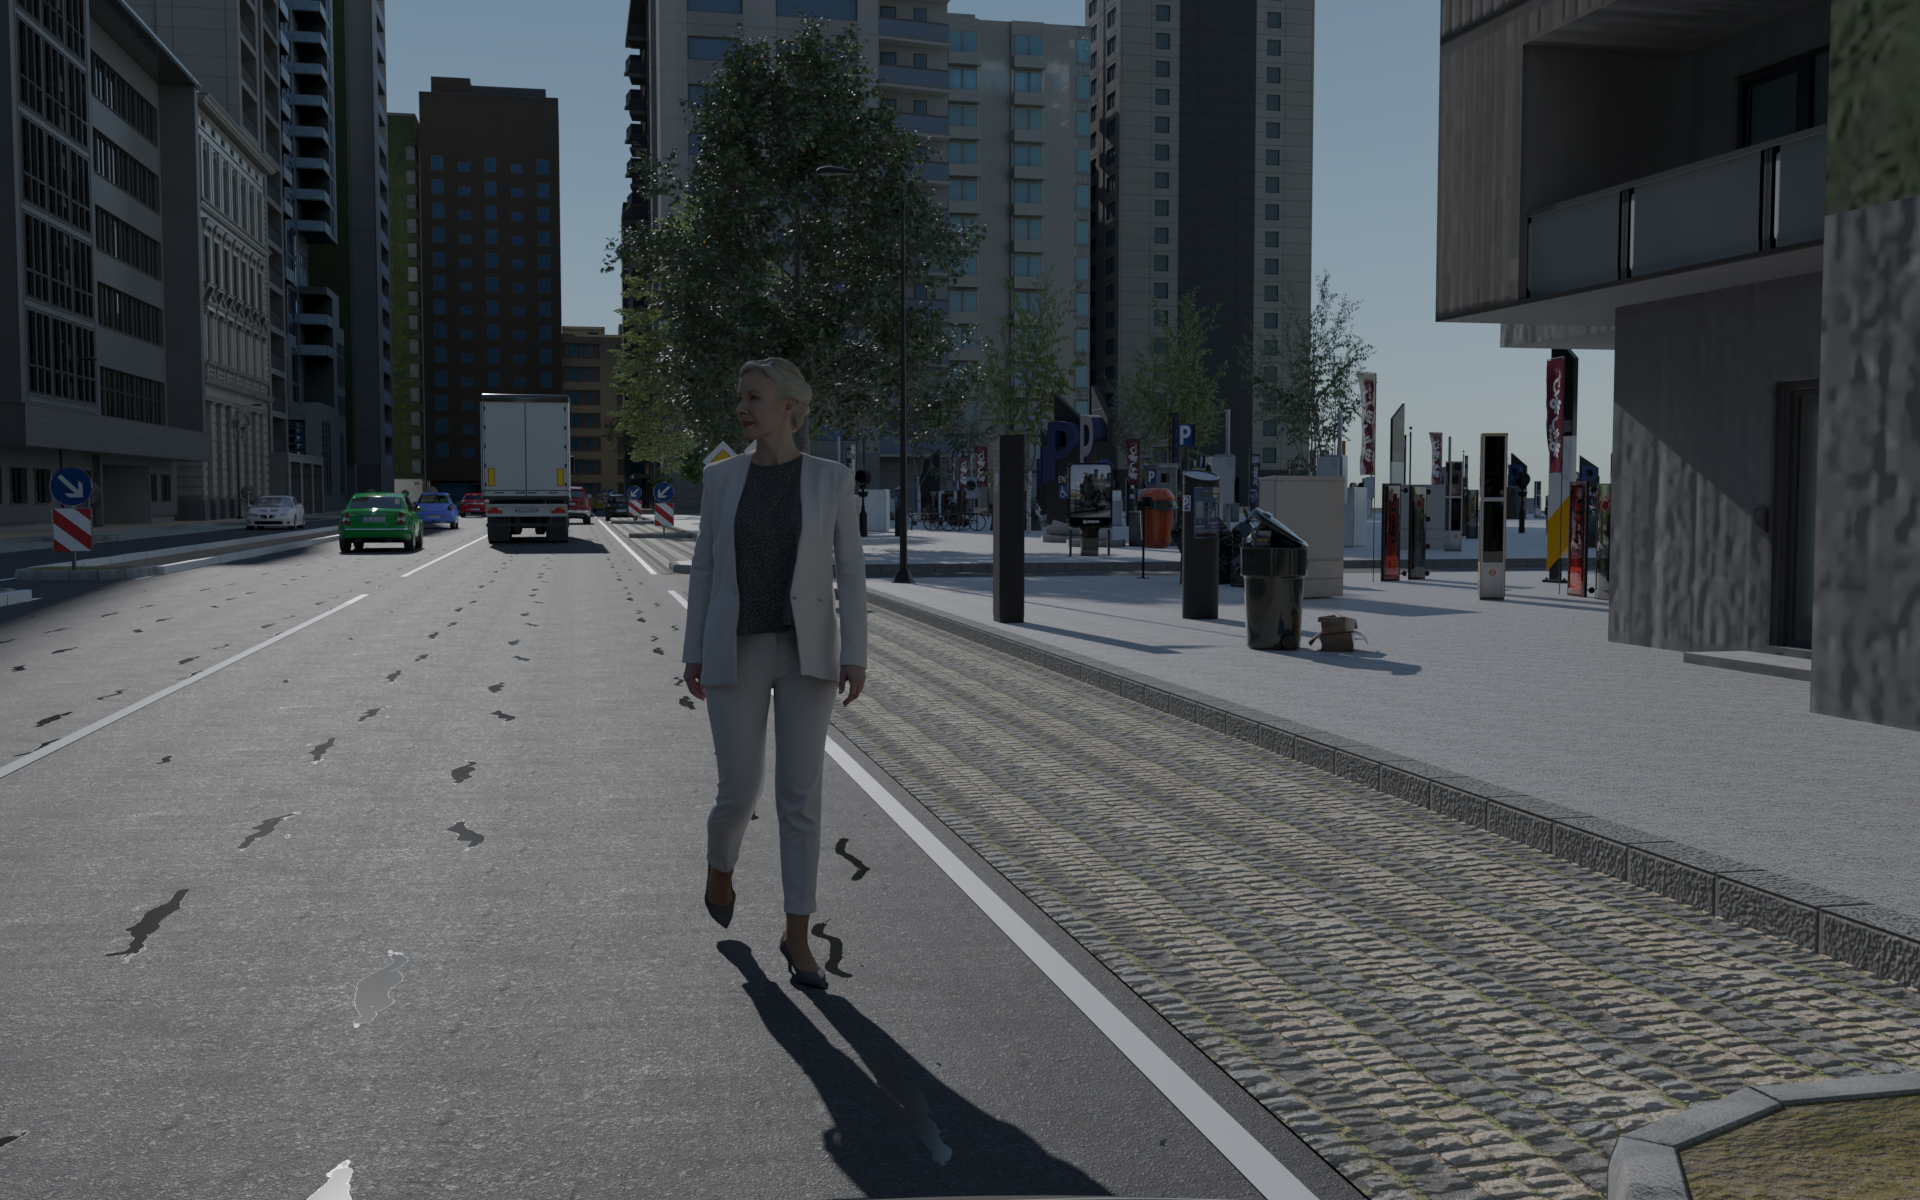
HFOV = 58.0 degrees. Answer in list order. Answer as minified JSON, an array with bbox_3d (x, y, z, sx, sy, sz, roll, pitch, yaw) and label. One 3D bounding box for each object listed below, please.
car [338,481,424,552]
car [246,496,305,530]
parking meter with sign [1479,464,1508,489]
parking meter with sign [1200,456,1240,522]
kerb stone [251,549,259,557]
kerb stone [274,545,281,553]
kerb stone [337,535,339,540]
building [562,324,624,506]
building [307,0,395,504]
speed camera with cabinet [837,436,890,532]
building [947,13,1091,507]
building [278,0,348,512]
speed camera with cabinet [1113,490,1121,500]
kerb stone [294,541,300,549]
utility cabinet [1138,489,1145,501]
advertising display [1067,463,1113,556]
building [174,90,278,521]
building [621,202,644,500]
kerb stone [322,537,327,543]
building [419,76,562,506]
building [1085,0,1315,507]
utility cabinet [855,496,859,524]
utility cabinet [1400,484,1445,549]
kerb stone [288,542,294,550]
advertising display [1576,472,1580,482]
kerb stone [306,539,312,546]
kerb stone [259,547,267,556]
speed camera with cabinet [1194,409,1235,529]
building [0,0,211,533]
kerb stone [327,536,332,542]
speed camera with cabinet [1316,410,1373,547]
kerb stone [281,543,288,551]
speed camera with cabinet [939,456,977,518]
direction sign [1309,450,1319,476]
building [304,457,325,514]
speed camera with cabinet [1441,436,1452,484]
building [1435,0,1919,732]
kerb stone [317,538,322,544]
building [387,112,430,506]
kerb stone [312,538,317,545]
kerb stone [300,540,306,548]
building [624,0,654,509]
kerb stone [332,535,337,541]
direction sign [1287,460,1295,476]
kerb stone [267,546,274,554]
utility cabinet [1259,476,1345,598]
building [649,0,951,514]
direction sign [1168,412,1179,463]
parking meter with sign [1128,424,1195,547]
[{"bbox_3d":[-14.849,-2.186,44.534,1.959,1.807,4.718,-1,4,-13],"label":"car"},{"bbox_3d":[-27.986,-3.579,70.875,2.083,1.381,4.827,-1,4,-14],"label":"car"},{"bbox_3d":[24.919,-5.232,81.798,1.738,3.016,0.543,2,4,34],"label":"parking meter with sign"},{"bbox_3d":[11.840,-5.054,78.897,1.738,3.016,0.543,0,4,-6],"label":"parking meter with sign"},{"bbox_3d":[-16.122,-1.047,39.311,0.120,0.150,1.000,-1,4,-13],"label":"kerb stone"},{"bbox_3d":[-16.805,-1.229,42.325,0.120,0.150,1.000,-1,4,-13],"label":"kerb stone"},{"bbox_3d":[-19.267,-1.905,53.355,0.120,0.150,1.000,-1,4,-13],"label":"kerb stone"},{"bbox_3d":[-31.759,-21.913,203.313,28.899,21.520,27.650,-1,4,-13],"label":"building"},{"bbox_3d":[-68.434,-37.899,161.650,28.212,58.520,21.231,-1,4,-13],"label":"building"},{"bbox_3d":[-3.459,-3.989,59.549,2.038,3.252,0.660,1,4,12],"label":"speed camera with cabinet"},{"bbox_3d":[-1.921,-34.009,175.655,30.456,49.044,23.786,-1,4,-13],"label":"building"},{"bbox_3d":[-59.307,-50.128,132.265,22.319,86.520,31.000,-1,4,-13],"label":"building"},{"bbox_3d":[6.249,-5.120,78.045,2.038,3.252,0.660,-2,4,-23],"label":"speed camera with cabinet"},{"bbox_3d":[-17.479,-1.415,45.328,0.120,0.150,1.000,-1,4,-13],"label":"kerb stone"},{"bbox_3d":[8.539,-4.188,77.155,1.173,1.500,0.318,1,4,18],"label":"utility cabinet"},{"bbox_3d":[2.679,-1.868,35.752,0.974,1.923,0.123,-1,4,-17],"label":"advertising display"},{"bbox_3d":[-42.856,-15.987,90.272,11.050,23.489,19.941,-1,4,-13],"label":"building"},{"bbox_3d":[-26.944,-24.645,174.642,14.160,30.474,14.107,-1,4,-13],"label":"building"},{"bbox_3d":[-18.597,-1.722,50.348,0.120,0.150,1.000,-1,4,-13],"label":"kerb stone"},{"bbox_3d":[-51.119,-33.047,190.432,14.200,45.320,14.600,-1,4,-13],"label":"building"},{"bbox_3d":[23.428,-45.506,182.278,20.611,71.187,20.563,-1,4,-13],"label":"building"},{"bbox_3d":[-4.233,-3.499,68.375,0.306,1.237,1.020,-1,4,-20],"label":"utility cabinet"},{"bbox_3d":[10.710,-1.922,40.098,1.173,1.500,0.318,0,4,-3],"label":"utility cabinet"},{"bbox_3d":[-17.253,-1.353,44.320,0.120,0.150,1.000,-1,4,-13],"label":"kerb stone"},{"bbox_3d":[17.312,-2.710,49.521,0.974,1.923,0.123,-2,4,-29],"label":"advertising display"},{"bbox_3d":[-17.925,-1.538,47.335,0.120,0.150,1.000,-1,4,-13],"label":"kerb stone"},{"bbox_3d":[-16.351,-1.108,40.308,0.120,0.150,1.000,-1,4,-13],"label":"kerb stone"},{"bbox_3d":[6.006,-2.869,41.242,0.660,3.252,2.038,0,4,-6],"label":"speed camera with cabinet"},{"bbox_3d":[-38.984,-15.055,65.215,14.314,24.678,30.058,-1,4,-13],"label":"building"},{"bbox_3d":[-18.826,-1.776,51.356,0.120,0.150,1.000,-1,4,-13],"label":"kerb stone"},{"bbox_3d":[9.169,-2.890,41.586,0.660,3.252,2.038,2,4,32],"label":"speed camera with cabinet"},{"bbox_3d":[-17.020,-1.292,43.325,0.120,0.150,1.000,-1,4,-13],"label":"kerb stone"},{"bbox_3d":[-0.108,-5.908,90.938,2.038,3.252,0.660,0,4,1],"label":"speed camera with cabinet"},{"bbox_3d":[18.232,-5.891,88.319,0.876,3.537,0.379,2,4,29],"label":"direction sign"},{"bbox_3d":[-51.819,-40.964,108.011,20.563,71.187,20.611,-1,4,-13],"label":"building"},{"bbox_3d":[16.312,-4.008,59.860,0.660,3.252,2.038,-1,4,-23],"label":"speed camera with cabinet"},{"bbox_3d":[11.470,-20.092,12.093,14.154,41.232,14.086,-1,4,-13],"label":"building"},{"bbox_3d":[-18.371,-1.660,49.342,0.120,0.150,1.000,-1,4,-13],"label":"kerb stone"},{"bbox_3d":[-65.243,-30.843,187.872,14.086,41.232,14.154,-1,4,-13],"label":"building"},{"bbox_3d":[-18.149,-1.599,48.341,0.120,0.150,1.000,-1,4,-13],"label":"kerb stone"},{"bbox_3d":[-17.699,-1.476,46.326,0.120,0.150,1.000,-1,4,-13],"label":"kerb stone"},{"bbox_3d":[-18.149,-30.507,153.416,22.147,44.769,28.867,-1,4,-13],"label":"building"},{"bbox_3d":[-19.051,-1.845,52.353,0.120,0.150,1.000,-1,4,-13],"label":"kerb stone"},{"bbox_3d":[21.956,-7.512,114.820,0.379,3.537,0.876,3,5,45],"label":"direction sign"},{"bbox_3d":[-16.578,-1.170,41.322,0.120,0.150,1.000,-1,4,-13],"label":"kerb stone"},{"bbox_3d":[4.167,-0.764,21.175,1.173,1.500,0.318,-2,4,-34],"label":"utility cabinet"},{"bbox_3d":[-11.756,-35.662,125.080,21.231,58.520,28.212,-1,4,-13],"label":"building"},{"bbox_3d":[5.926,-3.432,48.106,0.379,3.537,0.876,-1,4,-9],"label":"direction sign"},{"bbox_3d":[4.949,-2.841,42.706,1.738,3.016,0.543,-2,4,-34],"label":"parking meter with sign"}]
